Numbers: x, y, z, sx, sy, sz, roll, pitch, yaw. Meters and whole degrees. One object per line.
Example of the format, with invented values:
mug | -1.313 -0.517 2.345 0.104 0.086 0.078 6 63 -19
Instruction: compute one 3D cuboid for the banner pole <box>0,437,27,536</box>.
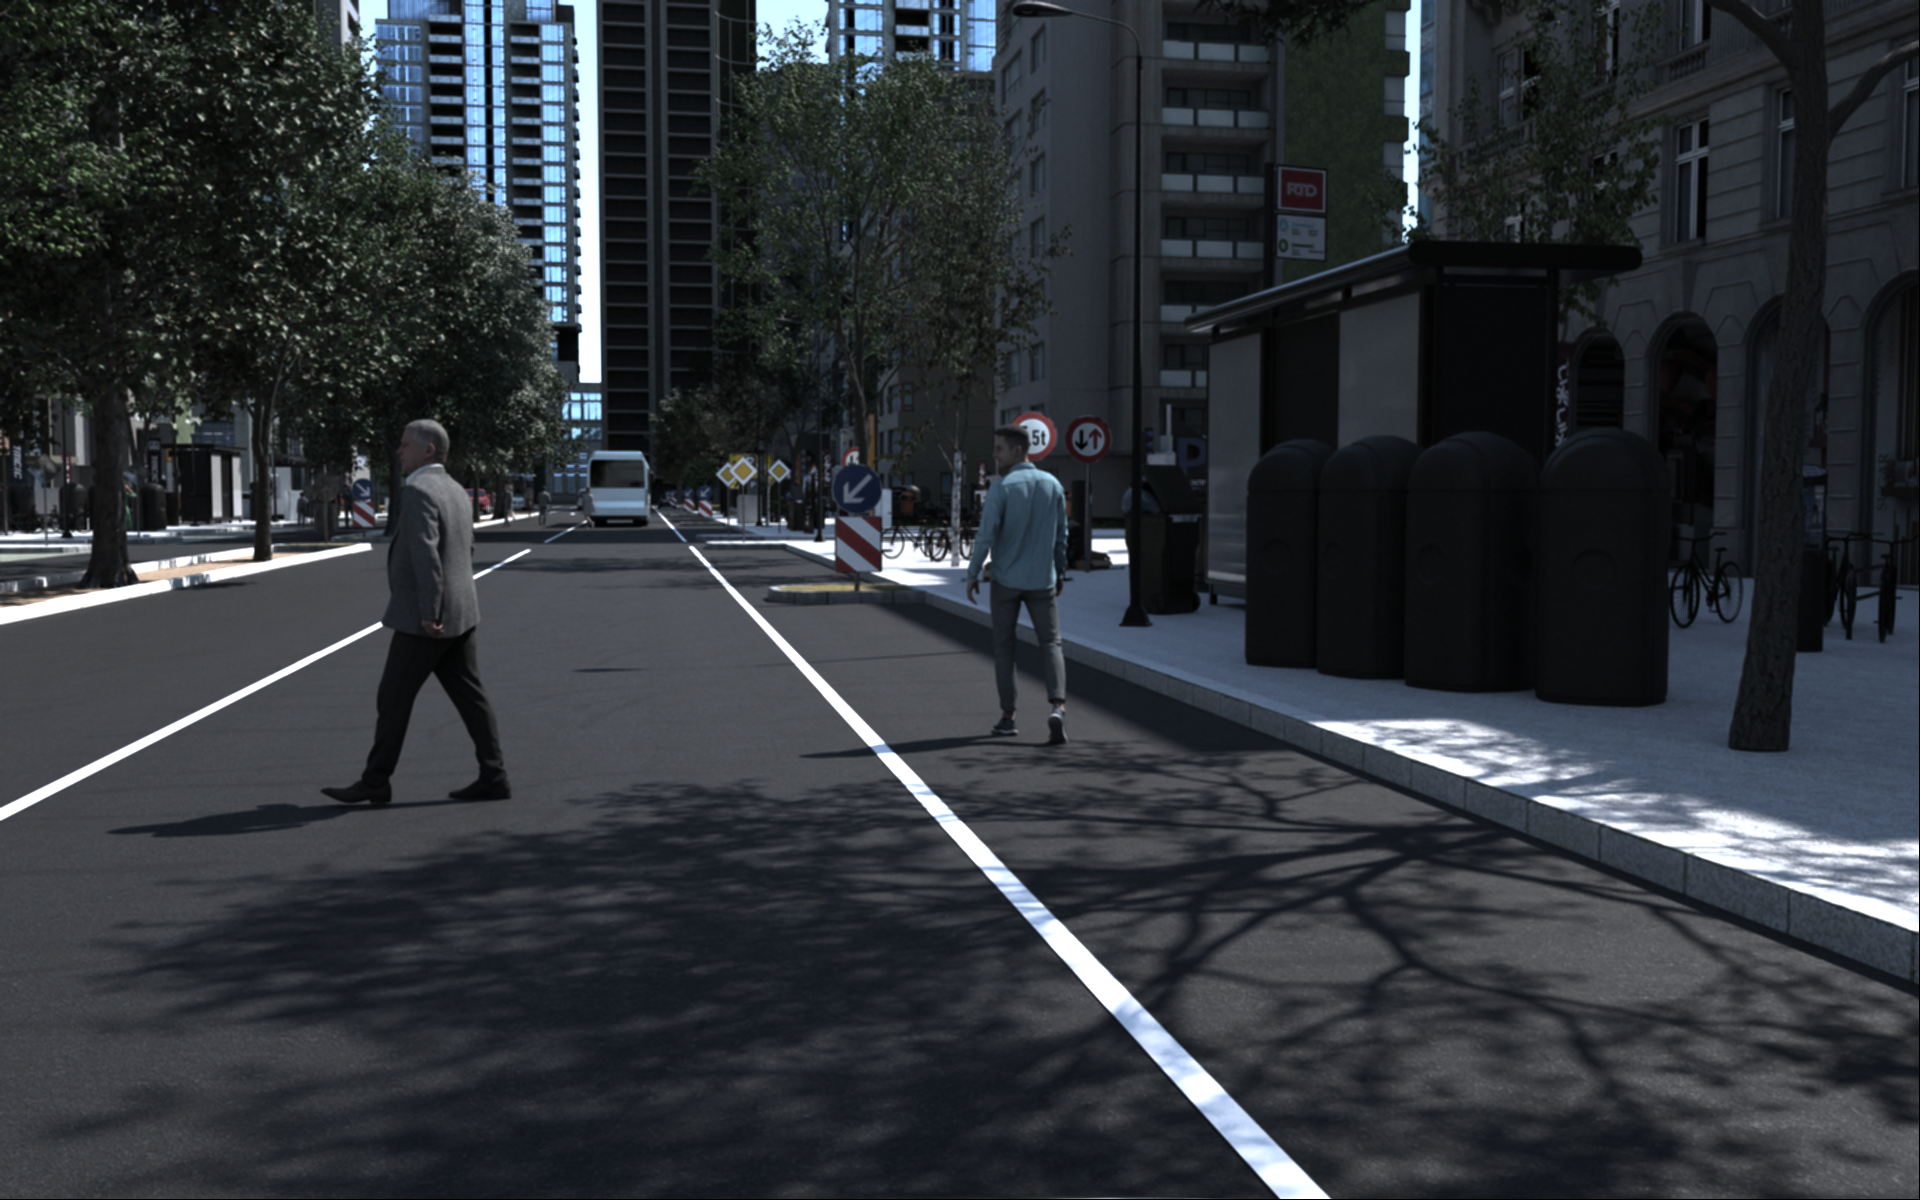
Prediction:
banner pole | -29.036 -3.857 53.077 0.401 3.779 0.863 3 5 42

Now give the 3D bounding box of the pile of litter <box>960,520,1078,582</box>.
pile of litter | 0.820 -0.707 25.525 1.719 0.858 1.176 0 4 2

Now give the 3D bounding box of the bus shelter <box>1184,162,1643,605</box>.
bus shelter | 3.944 -2.513 18.720 2.179 5.291 8.768 -1 4 -10

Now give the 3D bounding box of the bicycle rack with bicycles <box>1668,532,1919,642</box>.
bicycle rack with bicycles | 7.859 -0.192 16.520 2.852 0.926 2.925 3 4 38

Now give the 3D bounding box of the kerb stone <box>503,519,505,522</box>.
kerb stone | -23.130 -3.977 87.255 0.120 0.150 1.000 -1 4 -10

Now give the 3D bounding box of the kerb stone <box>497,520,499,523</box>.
kerb stone | -22.395 -3.733 83.225 0.120 0.150 1.000 -1 4 -10

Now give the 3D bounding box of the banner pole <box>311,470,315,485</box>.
banner pole | -38.297 -6.886 102.603 0.401 3.779 0.863 0 4 -5

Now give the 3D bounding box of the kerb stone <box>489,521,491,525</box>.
kerb stone | -21.660 -3.487 79.202 0.120 0.150 1.000 -1 4 -10

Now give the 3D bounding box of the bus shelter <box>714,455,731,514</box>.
bus shelter | -14.420 -7.176 108.617 1.731 3.624 6.357 -1 4 -10

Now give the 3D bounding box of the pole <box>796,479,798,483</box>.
pole | -8.217 -5.750 87.859 0.158 3.312 0.155 0 3 0

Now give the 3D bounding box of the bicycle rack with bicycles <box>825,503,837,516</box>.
bicycle rack with bicycles | -7.402 -5.418 101.972 2.852 0.926 2.925 3 4 36

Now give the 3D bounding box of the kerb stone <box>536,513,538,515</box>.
kerb stone | -28.154 -5.644 114.501 0.120 0.150 1.000 -1 4 -10

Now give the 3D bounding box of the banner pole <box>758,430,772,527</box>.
banner pole | -7.693 -4.760 67.845 0.401 3.779 0.863 -3 4 -38

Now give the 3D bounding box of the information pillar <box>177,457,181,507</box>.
information pillar | -40.549 -6.058 90.410 0.504 3.616 0.183 -2 4 -29

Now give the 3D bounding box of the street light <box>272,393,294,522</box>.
street light | -30.606 -6.494 78.711 1.470 5.913 1.316 -1 4 -10

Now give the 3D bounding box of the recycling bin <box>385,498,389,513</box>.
recycling bin | -39.075 -6.516 119.094 0.722 1.027 0.722 -3 4 -36

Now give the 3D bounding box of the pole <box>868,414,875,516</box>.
pole | -2.266 -3.084 44.266 0.158 3.312 0.155 0 3 0

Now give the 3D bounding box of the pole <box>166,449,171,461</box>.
pole | -34.657 -5.019 75.901 0.158 3.312 0.155 0 3 0

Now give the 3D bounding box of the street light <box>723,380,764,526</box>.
street light | -8.601 -5.920 69.335 1.470 5.913 1.316 -1 4 -10

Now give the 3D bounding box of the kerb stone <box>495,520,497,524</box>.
kerb stone | -22.212 -3.666 82.220 0.120 0.150 1.000 -1 4 -10

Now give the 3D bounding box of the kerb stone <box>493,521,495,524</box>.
kerb stone | -22.034 -3.610 81.213 0.120 0.150 1.000 -1 4 -10

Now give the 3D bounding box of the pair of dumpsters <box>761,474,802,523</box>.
pair of dumpsters | -8.092 -4.664 78.751 1.574 2.255 4.437 -1 4 -10

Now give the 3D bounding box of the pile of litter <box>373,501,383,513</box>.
pile of litter | -39.934 -6.325 117.371 1.719 0.858 1.176 -2 4 -33

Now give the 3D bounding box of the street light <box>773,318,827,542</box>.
street light | -4.275 -4.491 45.969 1.470 5.913 1.316 -1 4 -10

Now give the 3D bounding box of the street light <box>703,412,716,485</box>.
street light | -13.812 -7.670 97.947 1.470 5.913 1.316 -1 4 -10

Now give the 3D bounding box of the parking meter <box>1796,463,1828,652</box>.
parking meter | 6.872 -0.352 14.168 0.372 1.533 0.369 0 3 0

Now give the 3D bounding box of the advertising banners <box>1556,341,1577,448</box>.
advertising banners | 6.350 -1.425 19.480 2.074 3.025 0.090 -3 5 -40

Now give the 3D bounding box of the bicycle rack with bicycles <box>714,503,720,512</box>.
bicycle rack with bicycles | -15.993 -6.628 121.742 2.925 0.926 2.852 1 4 15

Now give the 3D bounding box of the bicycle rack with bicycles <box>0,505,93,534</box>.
bicycle rack with bicycles | -29.907 -2.642 56.574 2.925 0.926 2.852 -1 4 -20

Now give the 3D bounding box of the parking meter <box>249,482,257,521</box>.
parking meter | -33.736 -4.711 82.731 0.399 1.863 0.255 3 5 45

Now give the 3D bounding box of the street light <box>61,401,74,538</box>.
street light | -25.344 -4.744 50.108 1.470 5.913 1.316 -1 4 -10

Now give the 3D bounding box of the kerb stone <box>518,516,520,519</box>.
kerb stone | -24.998 -4.597 97.353 0.120 0.150 1.000 -1 4 -10

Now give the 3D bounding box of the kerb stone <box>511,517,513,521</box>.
kerb stone | -24.065 -4.289 92.313 0.120 0.150 1.000 -1 4 -10

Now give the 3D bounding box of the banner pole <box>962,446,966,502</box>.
banner pole | 0.203 -5.982 87.828 0.401 3.779 0.863 -1 4 -13

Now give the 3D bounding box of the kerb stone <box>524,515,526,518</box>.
kerb stone | -25.931 -4.905 102.397 0.120 0.150 1.000 -1 4 -10

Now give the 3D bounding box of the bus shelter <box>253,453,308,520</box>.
bus shelter | -34.256 -5.759 88.081 2.014 3.302 5.546 -1 4 -10

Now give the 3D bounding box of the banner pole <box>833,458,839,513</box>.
banner pole | -8.567 -7.936 119.765 0.401 3.779 0.863 -2 4 -35

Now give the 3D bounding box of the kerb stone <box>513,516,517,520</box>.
kerb stone | -24.625 -4.472 95.329 0.120 0.150 1.000 -1 4 -10

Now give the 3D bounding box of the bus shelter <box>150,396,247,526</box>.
bus shelter | -32.307 -5.854 73.343 2.179 5.291 8.768 -1 4 -10

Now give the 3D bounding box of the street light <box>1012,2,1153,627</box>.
street light | 1.181 -2.696 16.620 1.470 5.913 1.316 -1 4 -10

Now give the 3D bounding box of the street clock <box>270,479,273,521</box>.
street clock | -32.627 -4.721 81.756 0.358 2.002 0.471 -3 5 -40

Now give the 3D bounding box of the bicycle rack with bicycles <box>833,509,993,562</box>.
bicycle rack with bicycles | -0.415 -1.276 34.248 2.852 0.926 2.925 3 5 42

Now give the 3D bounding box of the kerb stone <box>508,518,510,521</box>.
kerb stone | -23.700 -4.160 90.282 0.120 0.150 1.000 -1 4 -10

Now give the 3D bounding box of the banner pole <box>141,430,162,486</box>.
banner pole | -31.502 -4.734 67.419 0.863 3.779 0.401 -2 4 -32

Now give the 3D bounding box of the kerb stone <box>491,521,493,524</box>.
kerb stone | -21.842 -3.548 80.208 0.120 0.150 1.000 -1 4 -10

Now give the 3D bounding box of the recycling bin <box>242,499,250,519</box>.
recycling bin | -36.758 -4.711 89.575 0.722 1.027 0.722 -2 4 -26

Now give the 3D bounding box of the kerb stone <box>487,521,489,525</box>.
kerb stone | -21.467 -3.425 78.196 0.120 0.150 1.000 -1 4 -10

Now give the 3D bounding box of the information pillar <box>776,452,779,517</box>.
information pillar | -10.074 -6.368 95.479 0.183 3.616 0.504 -1 4 -17

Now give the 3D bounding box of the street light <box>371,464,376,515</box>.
street light | -35.895 -8.243 107.309 1.470 5.913 1.316 -1 4 -10

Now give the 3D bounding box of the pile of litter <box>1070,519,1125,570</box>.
pile of litter | 2.057 -0.948 29.464 1.719 0.858 1.176 -1 4 -18

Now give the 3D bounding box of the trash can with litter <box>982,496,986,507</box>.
trash can with litter | 1.594 -4.370 82.832 1.055 1.170 0.624 2 4 30

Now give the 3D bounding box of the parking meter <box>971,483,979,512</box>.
parking meter | 0.795 -5.413 94.217 0.399 1.863 0.255 -2 4 -33

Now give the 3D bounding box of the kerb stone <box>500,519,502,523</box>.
kerb stone | -22.773 -3.856 85.238 0.120 0.150 1.000 -1 4 -10

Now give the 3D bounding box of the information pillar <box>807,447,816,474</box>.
information pillar | -7.471 -5.841 86.855 0.504 3.616 0.183 2 4 25

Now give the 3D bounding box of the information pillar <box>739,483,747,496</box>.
information pillar | -10.164 -4.692 81.211 0.304 2.012 0.304 3 5 44

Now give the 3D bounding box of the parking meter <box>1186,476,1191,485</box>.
parking meter | 7.228 -3.061 55.759 0.255 1.863 0.399 -1 4 -22

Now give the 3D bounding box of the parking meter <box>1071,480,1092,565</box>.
parking meter | 2.217 -1.415 31.551 0.372 1.533 0.369 0 3 0

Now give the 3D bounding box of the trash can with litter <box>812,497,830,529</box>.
trash can with litter | -5.296 -3.177 63.330 0.624 1.170 1.055 3 4 37

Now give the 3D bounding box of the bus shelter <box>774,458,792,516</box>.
bus shelter | -10.542 -6.447 99.324 2.014 3.302 5.546 -1 4 -10
